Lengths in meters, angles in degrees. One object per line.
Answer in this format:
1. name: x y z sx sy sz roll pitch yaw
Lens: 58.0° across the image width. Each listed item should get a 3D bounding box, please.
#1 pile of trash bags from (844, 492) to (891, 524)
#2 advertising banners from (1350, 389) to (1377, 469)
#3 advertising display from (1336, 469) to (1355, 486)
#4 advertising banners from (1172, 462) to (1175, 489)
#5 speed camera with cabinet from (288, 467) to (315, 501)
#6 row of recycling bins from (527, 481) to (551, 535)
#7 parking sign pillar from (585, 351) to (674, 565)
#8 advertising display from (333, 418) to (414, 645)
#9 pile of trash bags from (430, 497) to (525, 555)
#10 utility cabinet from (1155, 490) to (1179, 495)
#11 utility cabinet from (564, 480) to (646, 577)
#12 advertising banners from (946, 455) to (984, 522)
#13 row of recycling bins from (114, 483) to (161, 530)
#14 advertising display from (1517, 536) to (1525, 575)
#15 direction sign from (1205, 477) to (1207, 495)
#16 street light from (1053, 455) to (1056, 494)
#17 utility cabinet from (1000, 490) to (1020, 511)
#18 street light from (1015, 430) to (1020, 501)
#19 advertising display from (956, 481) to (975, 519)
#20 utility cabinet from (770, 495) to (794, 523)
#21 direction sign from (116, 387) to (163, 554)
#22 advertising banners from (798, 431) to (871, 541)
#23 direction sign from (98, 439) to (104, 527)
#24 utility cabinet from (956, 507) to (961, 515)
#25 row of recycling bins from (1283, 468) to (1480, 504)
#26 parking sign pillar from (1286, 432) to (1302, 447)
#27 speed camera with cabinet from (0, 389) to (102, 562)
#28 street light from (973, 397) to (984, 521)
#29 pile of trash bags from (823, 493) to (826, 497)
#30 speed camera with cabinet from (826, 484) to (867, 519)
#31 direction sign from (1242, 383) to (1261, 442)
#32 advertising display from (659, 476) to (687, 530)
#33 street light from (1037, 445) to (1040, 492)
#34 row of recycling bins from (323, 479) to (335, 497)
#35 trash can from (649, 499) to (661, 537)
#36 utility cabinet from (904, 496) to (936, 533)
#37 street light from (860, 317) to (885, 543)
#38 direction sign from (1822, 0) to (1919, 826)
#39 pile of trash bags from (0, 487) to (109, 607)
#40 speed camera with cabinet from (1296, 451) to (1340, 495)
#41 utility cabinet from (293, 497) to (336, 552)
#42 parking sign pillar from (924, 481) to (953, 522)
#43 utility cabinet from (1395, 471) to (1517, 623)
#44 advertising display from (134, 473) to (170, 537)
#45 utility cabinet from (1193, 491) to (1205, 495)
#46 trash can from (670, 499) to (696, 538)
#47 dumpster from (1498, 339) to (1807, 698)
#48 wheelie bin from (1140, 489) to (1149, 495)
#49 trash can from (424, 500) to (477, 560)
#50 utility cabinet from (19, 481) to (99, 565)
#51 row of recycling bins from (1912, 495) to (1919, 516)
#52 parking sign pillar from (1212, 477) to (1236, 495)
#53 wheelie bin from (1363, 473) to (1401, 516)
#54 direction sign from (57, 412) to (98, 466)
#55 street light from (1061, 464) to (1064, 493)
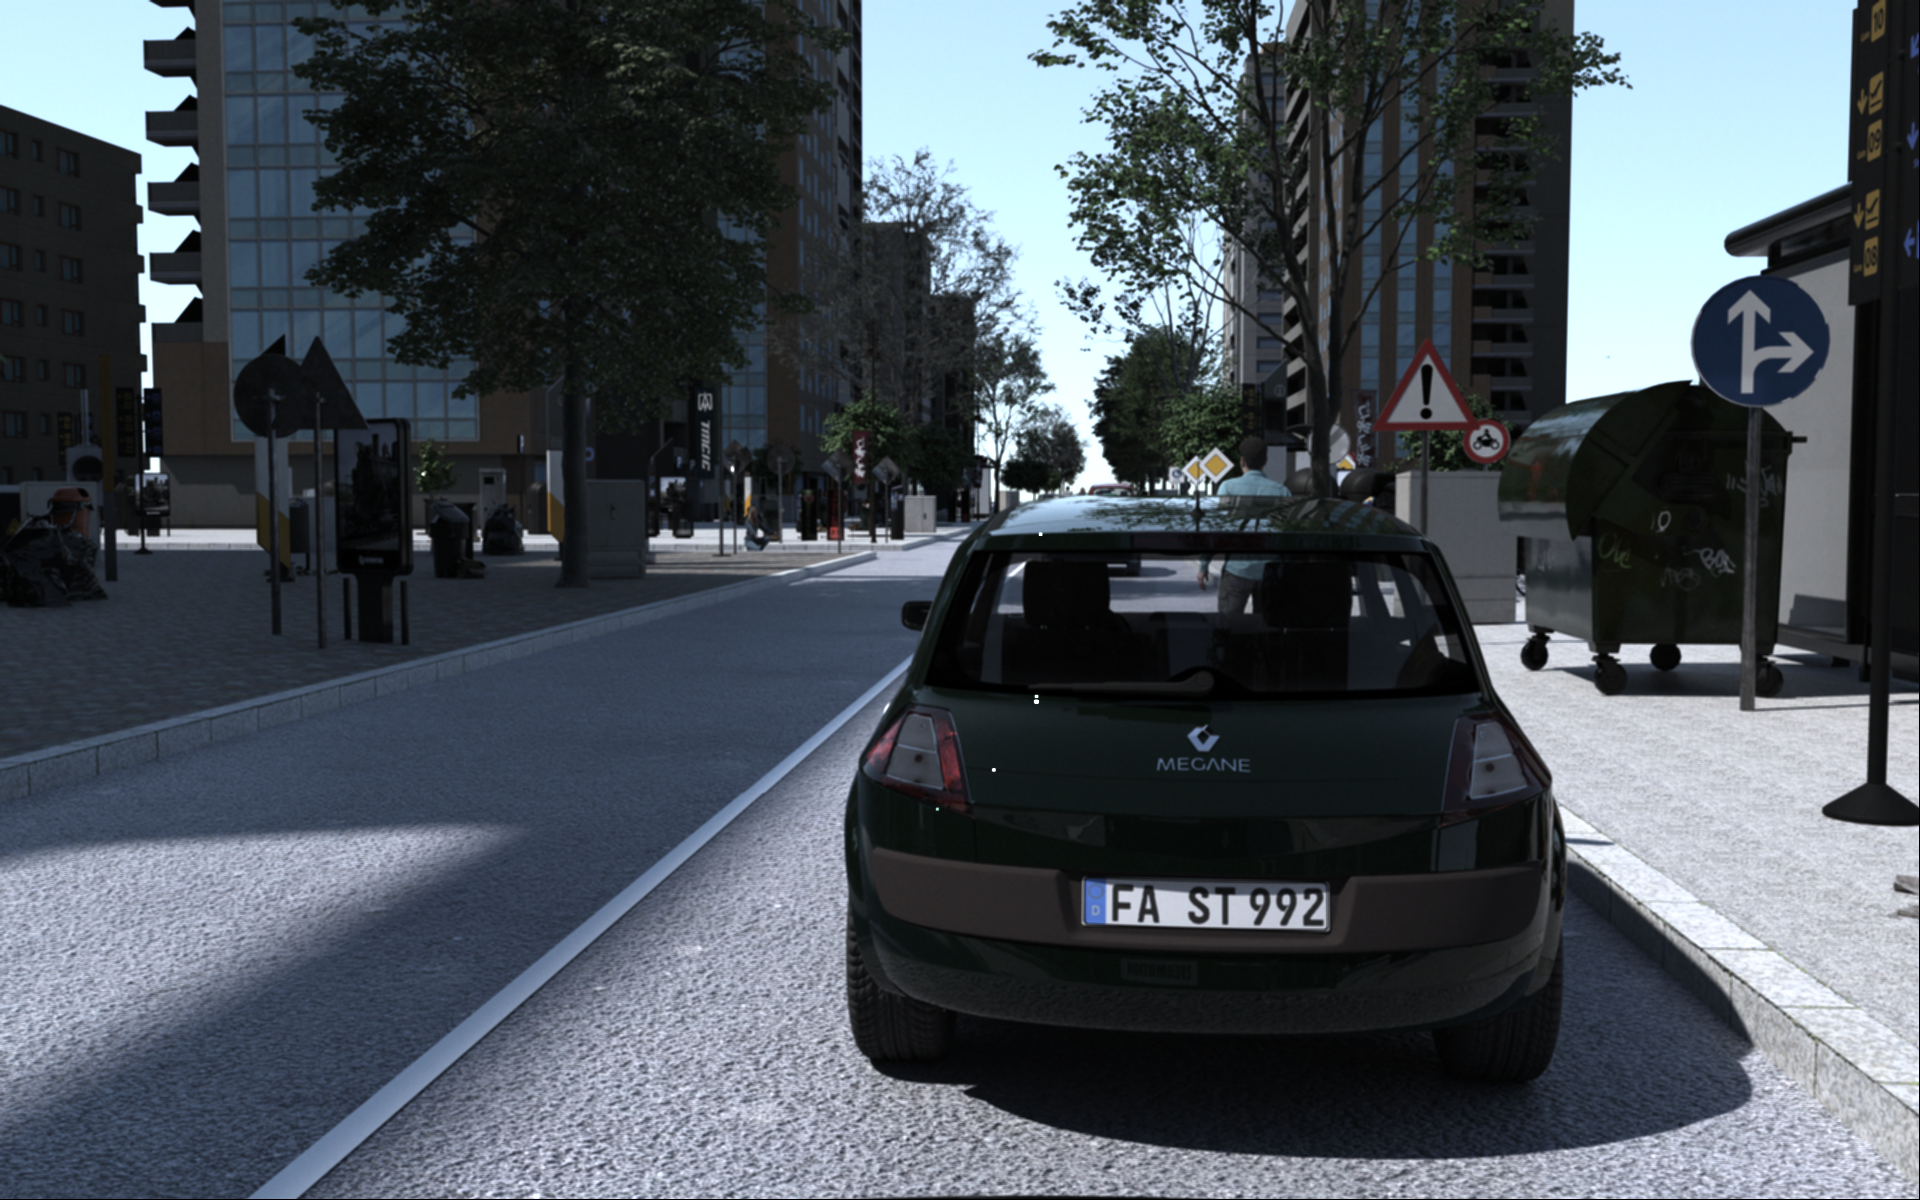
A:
1. pile of trash bags: -3.771 -3.994 75.047 3.447 1.369 1.912 1 4 9
2. advertising banners: 7.456 -2.029 29.359 2.074 3.025 0.090 -1 4 -23
3. advertising display: 10.108 -2.397 44.411 0.974 1.923 0.123 2 4 28
4. advertising banners: 11.458 -6.064 95.336 0.090 3.025 2.074 -1 4 -15
5. speed camera with cabinet: -21.309 -3.781 56.156 2.038 3.252 0.660 -2 4 -27
6. row of recycling bins: -11.996 -2.949 55.336 3.534 1.692 1.069 -1 4 -21
7. parking sign pillar: -6.271 -2.628 31.441 1.447 3.967 1.447 2 4 35
8. advertising display: -5.068 -0.597 14.969 0.974 1.923 0.123 3 4 38
9. pile of trash bags: -10.927 -1.650 36.729 3.447 1.369 1.912 0 4 -5
10. utility cabinet: 10.071 -4.635 84.454 1.173 1.500 0.318 -2 4 -25
11. utility cabinet: -5.418 -1.087 26.452 1.173 1.500 0.318 -1 4 -23
12. advertising banners: 0.225 -5.024 78.331 2.074 3.025 0.090 3 4 36
13. row of recycling bins: -30.113 -3.488 64.136 1.069 1.692 3.534 1 4 18
14. advertising display: 8.971 -1.370 27.612 0.123 1.923 0.974 0 4 -1
15. direction sign: 14.116 -6.395 96.560 0.379 3.537 0.876 -3 5 -40
16. street light: 11.140 -14.170 204.471 0.468 5.910 1.993 0 4 5
17. utility cabinet: 3.297 -6.314 111.912 1.173 1.500 0.318 -2 4 -35
18. street light: 4.127 -9.103 121.622 0.468 5.910 1.993 0 4 5
19. advertising display: 0.296 -5.062 87.984 0.974 1.923 0.123 1 4 16
20. utility cabinet: -7.955 -4.056 77.478 1.020 1.237 0.306 1 4 13
21. direction sign: -17.466 -2.748 36.934 0.876 3.537 0.379 -1 4 -22
22. advertising banners: -3.447 -3.139 47.512 2.074 3.025 0.090 1 4 12
23. direction sign: -33.147 -4.574 66.790 0.379 3.537 0.876 1 4 18
24. utility cabinet: 0.339 -5.991 109.115 1.020 1.237 0.306 2 4 33
25. row of recycling bins: 6.818 -1.239 27.367 3.534 1.692 1.069 -1 4 -13
26. parking sign pillar: 10.717 -4.234 57.693 1.447 3.967 1.447 1 4 10
27. speed camera with cabinet: -17.010 -2.319 32.254 2.038 3.252 0.660 -2 4 -32
28. street light: 0.861 -6.721 82.672 0.468 5.910 1.993 0 4 5
29. pile of trash bags: -7.087 -5.448 98.825 1.912 1.369 3.447 1 4 10
30. speed camera with cabinet: -5.821 -5.785 88.922 2.038 3.252 0.660 -1 4 -22
31. direction sign: 6.127 -2.671 35.674 0.876 3.537 0.379 -2 4 -34
32. advertising display: -10.249 -3.467 61.891 0.974 1.923 0.123 0 4 -6
33. street light: 7.255 -11.381 158.864 0.468 5.910 1.993 0 4 5
34. row of recycling bins: -16.296 -2.439 46.991 3.534 1.692 1.069 3 5 45
35. trash can: -9.297 -2.457 51.833 0.748 1.137 0.748 0 3 0
36. utility cabinet: -1.317 -2.829 57.408 1.020 1.237 0.306 1 4 13
37. street light: -2.270 -4.441 45.405 0.468 5.910 1.993 0 4 5
38. direction sign: 3.631 -0.903 6.761 0.379 3.537 0.876 1 4 9
39. pile of trash bags: -11.296 -0.685 20.955 1.912 1.369 3.447 0 4 -8
40. speed camera with cabinet: 7.802 -2.540 35.860 2.038 3.252 0.660 -3 5 -40
41. utility cabinet: -14.339 -1.685 38.708 1.020 1.237 0.306 -3 5 -40
42. parking sign pillar: -1.010 -5.688 81.473 1.447 3.967 1.447 -1 4 -20
43. utility cabinet: 4.864 -0.509 17.009 1.173 1.500 0.318 -1 4 -15
44. advertising display: -24.378 -2.878 52.274 0.974 1.923 0.123 -2 4 -28
45. utility cabinet: 16.150 -6.615 116.827 0.318 1.500 1.173 3 4 38
46. trash can: -8.053 -2.367 50.350 0.748 1.137 0.748 0 3 0
47. dumpster: 4.615 -0.564 11.716 1.502 2.255 1.985 0 4 5
48. wheelie bin: 11.992 -6.434 113.103 0.693 1.594 0.980 0 4 1
49. trash can: -8.307 -1.027 28.437 0.748 1.137 0.748 0 3 0
50. utility cabinet: -15.803 -1.328 30.393 0.318 1.500 1.173 3 5 42
51. row of recycling bins: 13.851 -0.985 23.222 1.069 1.692 3.534 0 4 6
52. parking sign pillar: 9.398 -4.369 59.907 1.447 3.967 1.447 -1 4 -10
53. wheelie bin: 6.413 -1.073 25.449 0.980 1.594 0.693 -1 4 -11
54. direction sign: -24.493 -3.428 48.045 0.876 3.537 0.379 -1 4 -21
55. street light: 14.334 -16.448 241.708 0.468 5.910 1.993 0 4 5
